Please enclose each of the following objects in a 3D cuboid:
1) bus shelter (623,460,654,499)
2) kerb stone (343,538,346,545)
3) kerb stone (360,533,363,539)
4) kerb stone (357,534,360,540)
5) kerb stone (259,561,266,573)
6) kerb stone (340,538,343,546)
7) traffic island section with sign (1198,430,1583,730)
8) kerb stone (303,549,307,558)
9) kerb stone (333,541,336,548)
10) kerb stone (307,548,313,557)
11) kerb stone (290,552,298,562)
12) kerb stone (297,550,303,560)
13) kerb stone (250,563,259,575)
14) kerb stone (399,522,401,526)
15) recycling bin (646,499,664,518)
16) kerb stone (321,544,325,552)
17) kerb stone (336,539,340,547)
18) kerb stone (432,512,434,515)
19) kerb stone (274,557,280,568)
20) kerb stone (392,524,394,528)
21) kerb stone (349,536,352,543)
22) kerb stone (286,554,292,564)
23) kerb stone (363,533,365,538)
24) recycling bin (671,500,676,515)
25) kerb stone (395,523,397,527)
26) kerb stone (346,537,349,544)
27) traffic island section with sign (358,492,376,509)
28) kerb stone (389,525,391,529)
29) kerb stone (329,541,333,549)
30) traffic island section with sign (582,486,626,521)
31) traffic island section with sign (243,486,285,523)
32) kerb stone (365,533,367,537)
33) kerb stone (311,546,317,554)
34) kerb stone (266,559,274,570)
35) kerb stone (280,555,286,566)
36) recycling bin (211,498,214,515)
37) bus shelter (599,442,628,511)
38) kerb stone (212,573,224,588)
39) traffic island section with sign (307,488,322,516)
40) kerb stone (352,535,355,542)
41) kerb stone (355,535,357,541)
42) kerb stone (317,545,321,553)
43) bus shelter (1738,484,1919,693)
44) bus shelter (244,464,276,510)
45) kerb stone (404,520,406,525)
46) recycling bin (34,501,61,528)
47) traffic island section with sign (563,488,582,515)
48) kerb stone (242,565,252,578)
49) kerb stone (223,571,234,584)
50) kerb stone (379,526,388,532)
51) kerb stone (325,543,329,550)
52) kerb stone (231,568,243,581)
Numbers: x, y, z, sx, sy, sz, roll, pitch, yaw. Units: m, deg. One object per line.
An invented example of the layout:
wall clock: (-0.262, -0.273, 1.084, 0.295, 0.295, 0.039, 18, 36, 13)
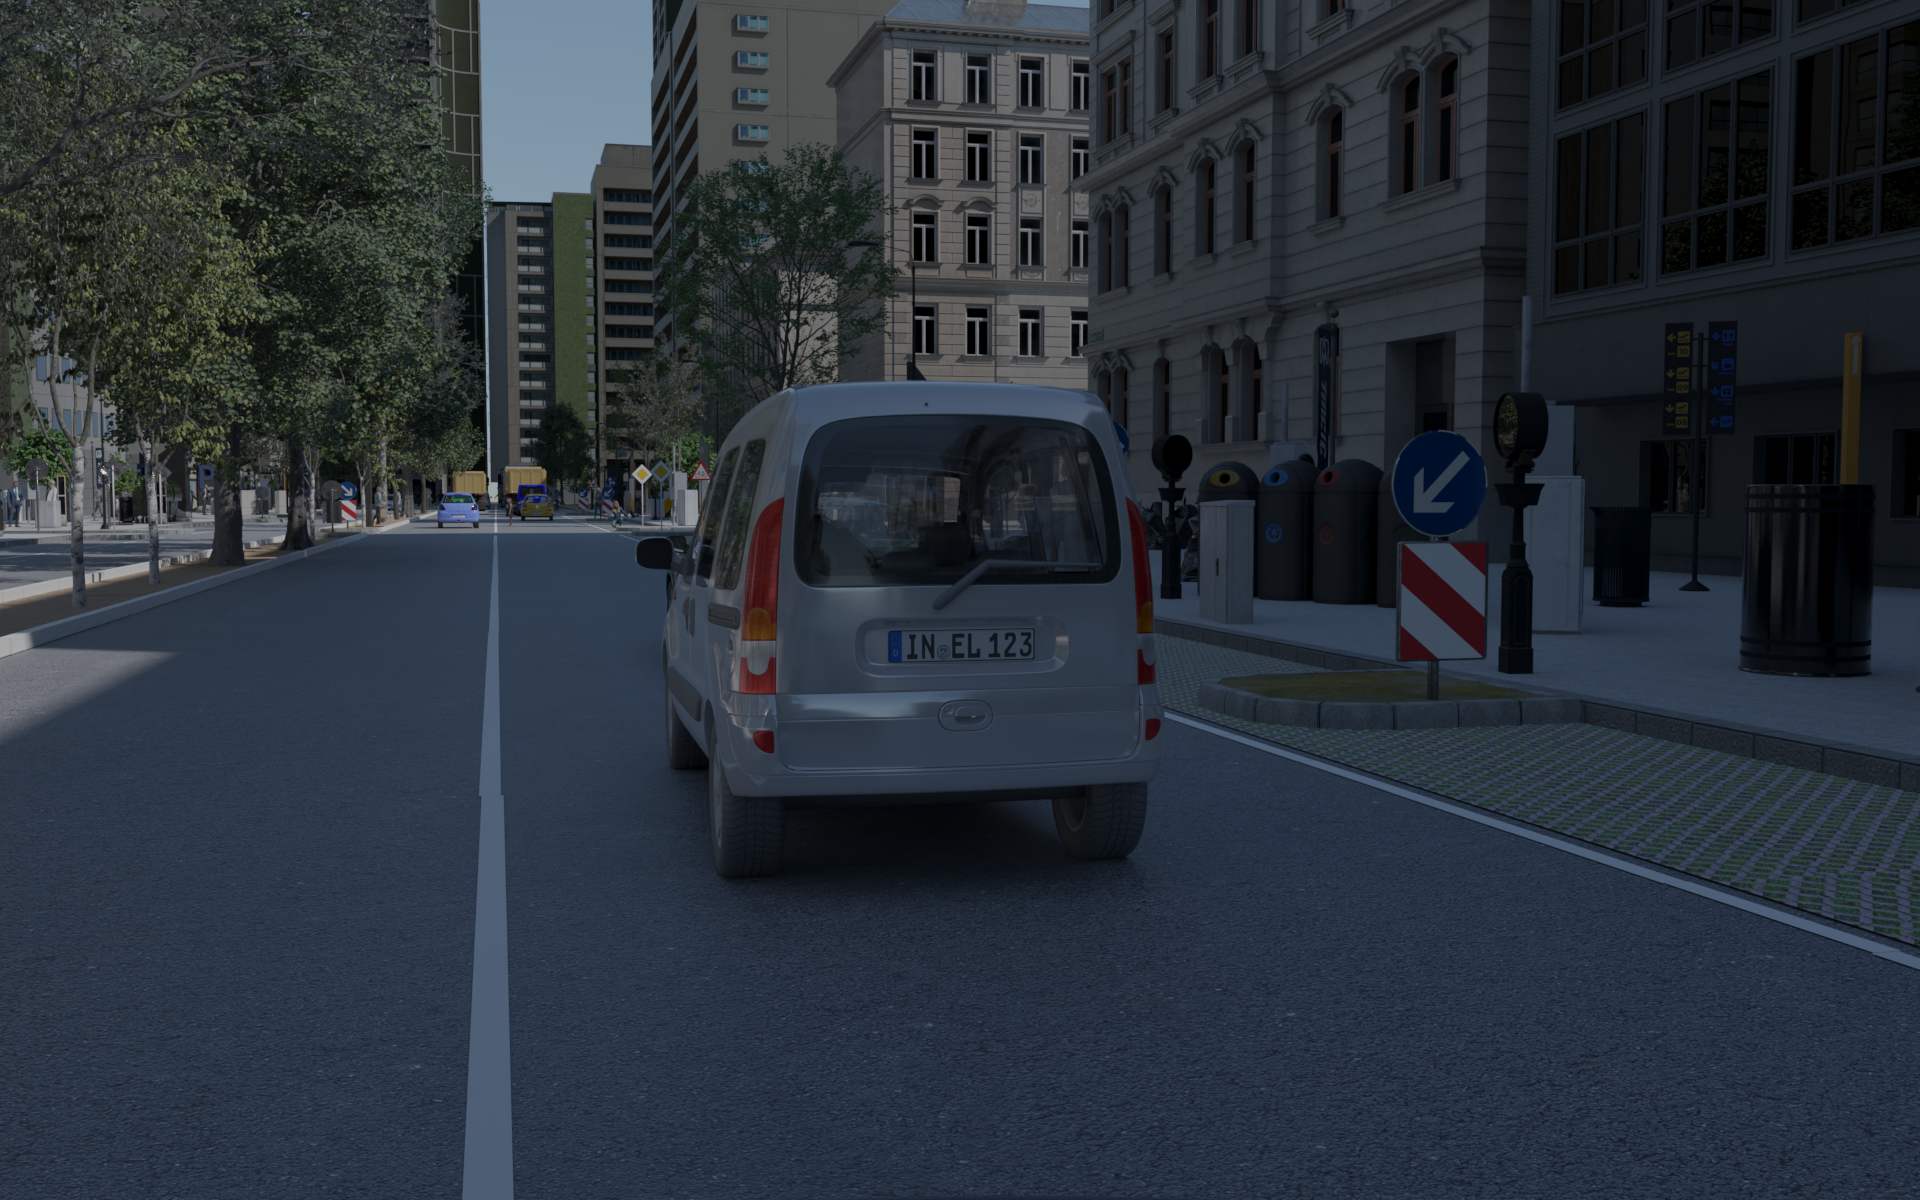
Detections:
bus shelter: (-22.639, -7.996, 122.020, 1.731, 3.624, 6.357, -1, 4, -15)
kerb stone: (-17.374, -1.610, 48.520, 0.120, 0.150, 1.000, -1, 4, -15)
kerb stone: (-18.959, -1.974, 54.469, 0.120, 0.150, 1.000, -1, 4, -15)
kerb stone: (-18.699, -1.913, 53.473, 0.120, 0.150, 1.000, -1, 4, -15)
kerb stone: (-12.874, -0.576, 31.696, 0.120, 0.150, 1.000, -1, 4, -15)
kerb stone: (-17.100, -1.550, 47.535, 0.120, 0.150, 1.000, -1, 4, -15)
traffic island section with sign: (2.672, -0.172, 11.443, 1.989, 1.847, 2.006, -1, 4, -15)
kerb stone: (-14.724, -1.004, 38.618, 0.120, 0.150, 1.000, -1, 4, -15)
kerb stone: (-16.576, -1.426, 45.553, 0.120, 0.150, 1.000, -1, 4, -15)
kerb stone: (-14.982, -1.057, 39.608, 0.120, 0.150, 1.000, -1, 4, -15)
kerb stone: (-14.186, -0.879, 36.635, 0.120, 0.150, 1.000, -1, 4, -15)
kerb stone: (-14.457, -0.944, 37.628, 0.120, 0.150, 1.000, -1, 4, -15)
kerb stone: (-12.598, -0.519, 30.707, 0.120, 0.150, 1.000, -1, 4, -15)
kerb stone: (-24.671, -3.278, 75.783, 0.120, 0.150, 1.000, -1, 4, -15)
recycling bin: (-16.117, -4.831, 91.538, 0.722, 1.027, 0.722, -2, 4, -32)
kerb stone: (-15.781, -1.244, 42.575, 0.120, 0.150, 1.000, -1, 4, -15)
kerb stone: (-16.848, -1.489, 46.544, 0.120, 0.150, 1.000, -1, 4, -15)
kerb stone: (-35.016, -5.638, 114.404, 0.120, 0.150, 1.000, -1, 4, -15)
kerb stone: (-13.394, -0.702, 33.673, 0.120, 0.150, 1.000, -1, 4, -15)
kerb stone: (-23.344, -2.970, 70.827, 0.120, 0.150, 1.000, -1, 4, -15)
kerb stone: (-17.908, -1.731, 50.493, 0.120, 0.150, 1.000, -1, 4, -15)
kerb stone: (-13.931, -0.823, 35.645, 0.120, 0.150, 1.000, -1, 4, -15)
kerb stone: (-19.235, -2.029, 55.460, 0.120, 0.150, 1.000, -1, 4, -15)
recycling bin: (-17.996, -5.873, 108.583, 0.722, 1.027, 0.722, -2, 4, -26)
kerb stone: (-23.874, -3.096, 72.808, 0.120, 0.150, 1.000, -1, 4, -15)
kerb stone: (-17.633, -1.671, 49.509, 0.120, 0.150, 1.000, -1, 4, -15)
traffic island section with sign: (-55.402, -9.412, 162.509, 1.989, 1.847, 2.006, -1, 4, -15)
kerb stone: (-22.818, -2.854, 68.851, 0.120, 0.150, 1.000, -1, 4, -15)
kerb stone: (-16.316, -1.368, 44.560, 0.120, 0.150, 1.000, -1, 4, -15)
traffic island section with sign: (-18.677, -5.048, 91.161, 1.989, 1.847, 2.006, -1, 4, -15)
traffic island section with sign: (-35.427, -4.852, 87.952, 1.989, 1.847, 2.006, -1, 4, -15)
kerb stone: (-19.501, -2.092, 56.450, 0.120, 0.150, 1.000, -1, 4, -15)
kerb stone: (-15.255, -1.125, 40.592, 0.120, 0.150, 1.000, -1, 4, -15)
kerb stone: (-13.127, -0.642, 32.686, 0.120, 0.150, 1.000, -1, 4, -15)
kerb stone: (-13.659, -0.759, 34.660, 0.120, 0.150, 1.000, -1, 4, -15)
recycling bin: (-46.199, -5.829, 107.850, 0.722, 1.027, 0.722, -1, 4, -10)
bus shelter: (-26.089, -9.385, 131.070, 2.179, 5.291, 8.768, -1, 4, -15)
kerb stone: (-11.544, -0.278, 26.749, 0.120, 0.150, 1.000, -1, 4, -15)
traffic island section with sign: (-42.520, -6.469, 114.391, 1.989, 1.847, 2.006, -1, 4, -15)
kerb stone: (-18.166, -1.791, 51.486, 0.120, 0.150, 1.000, -1, 4, -15)
kerb stone: (-18.435, -1.846, 52.472, 0.120, 0.150, 1.000, -1, 4, -15)
kerb stone: (-15.514, -1.186, 41.589, 0.120, 0.150, 1.000, -1, 4, -15)
bus shelter: (6.883, -1.888, 8.498, 2.179, 5.291, 8.768, -1, 4, -15)
bus shelter: (-48.256, -7.721, 120.161, 2.014, 3.302, 5.546, -1, 4, -15)
kerb stone: (-25.731, -3.519, 79.743, 0.120, 0.150, 1.000, -1, 4, -15)
recycling bin: (-34.313, -3.217, 65.153, 0.722, 1.027, 0.722, -1, 4, -11)
traffic island section with sign: (-25.656, -6.642, 117.229, 1.989, 1.847, 2.006, -1, 4, -15)
kerb stone: (-12.334, -0.460, 29.719, 0.120, 0.150, 1.000, -1, 4, -15)
kerb stone: (-11.811, -0.335, 27.744, 0.120, 0.150, 1.000, -1, 4, -15)
kerb stone: (-22.287, -2.733, 66.872, 0.120, 0.150, 1.000, -1, 4, -15)
kerb stone: (-16.043, -1.307, 43.563, 0.120, 0.150, 1.000, -1, 4, -15)
kerb stone: (-12.077, -0.400, 28.730, 0.120, 0.150, 1.000, -1, 4, -15)
